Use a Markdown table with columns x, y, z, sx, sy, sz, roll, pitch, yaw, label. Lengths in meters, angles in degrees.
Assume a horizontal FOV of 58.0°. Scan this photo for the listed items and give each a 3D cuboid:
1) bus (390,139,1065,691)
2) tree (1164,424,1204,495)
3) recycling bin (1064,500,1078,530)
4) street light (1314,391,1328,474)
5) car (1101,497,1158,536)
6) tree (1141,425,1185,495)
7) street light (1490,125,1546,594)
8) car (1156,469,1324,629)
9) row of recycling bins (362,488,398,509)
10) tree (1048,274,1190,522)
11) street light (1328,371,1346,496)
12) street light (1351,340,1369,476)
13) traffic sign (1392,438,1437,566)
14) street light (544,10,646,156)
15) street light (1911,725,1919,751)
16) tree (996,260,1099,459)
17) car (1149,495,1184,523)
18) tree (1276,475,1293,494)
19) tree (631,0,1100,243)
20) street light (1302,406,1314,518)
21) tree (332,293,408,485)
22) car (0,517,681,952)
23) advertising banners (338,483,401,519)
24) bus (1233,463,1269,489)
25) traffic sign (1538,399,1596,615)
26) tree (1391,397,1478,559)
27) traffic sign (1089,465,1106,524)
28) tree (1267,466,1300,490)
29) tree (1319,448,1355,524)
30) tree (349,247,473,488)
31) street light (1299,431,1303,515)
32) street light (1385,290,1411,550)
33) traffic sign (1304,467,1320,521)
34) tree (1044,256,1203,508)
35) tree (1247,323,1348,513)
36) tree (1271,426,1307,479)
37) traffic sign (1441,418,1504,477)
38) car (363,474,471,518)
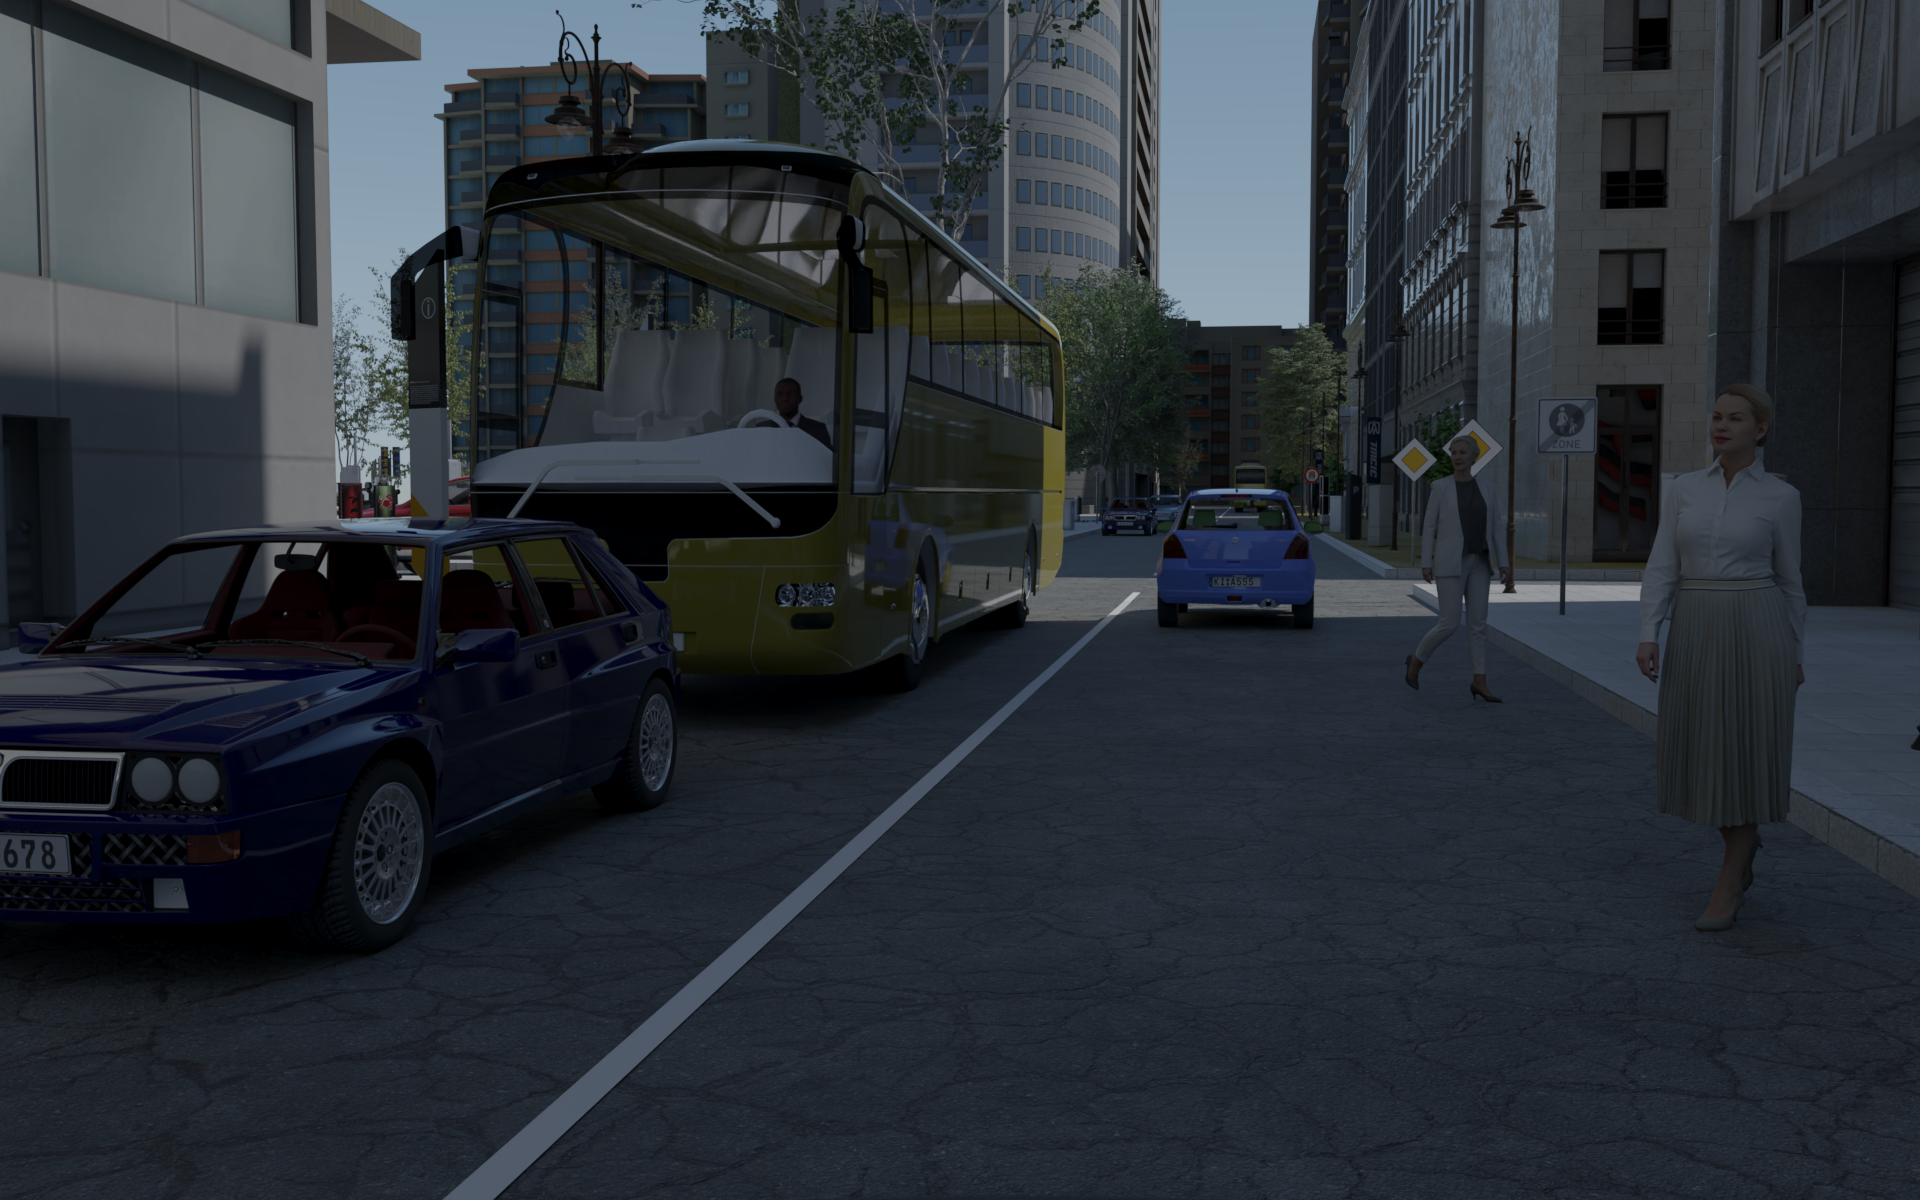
| x | y | z | sx | sy | sz | roll | pitch | yaw | label |
| --- | --- | --- | --- | --- | --- | --- | --- | --- | --- |
| -0.928 | -1.493 | 15.966 | 2.896 | 3.916 | 12.252 | 1 | 4 | 10 | bus |
| 22.875 | -13.936 | 178.209 | 4.360 | 8.622 | 3.978 | 0 | 3 | 0 | tree |
| 3.671 | -3.000 | 61.605 | 0.722 | 1.027 | 0.722 | 1 | 4 | 14 | recycling bin |
| 16.320 | -6.427 | 77.875 | 0.468 | 5.910 | 1.993 | 1 | 4 | 9 | street light |
| 5.953 | -2.936 | 60.588 | 1.945 | 1.354 | 3.894 | 1 | 4 | 11 | car |
| 14.982 | -11.081 | 131.538 | 4.737 | 8.622 | 4.395 | 0 | 3 | 0 | tree |
| 7.111 | -3.024 | 22.228 | 0.468 | 5.910 | 1.993 | 1 | 4 | 9 | street light |
| 3.191 | -0.628 | 19.861 | 1.945 | 1.707 | 3.694 | 1 | 4 | 10 | car |
| -37.986 | -6.405 | 111.828 | 1.069 | 1.692 | 3.534 | 3 | 5 | 39 | row of recycling bins |
| 6.868 | -9.494 | 80.976 | 9.928 | 11.665 | 9.643 | 0 | 3 | 0 | tree |
| 14.208 | -5.644 | 65.062 | 0.468 | 5.910 | 1.993 | 1 | 4 | 9 | street light |
| 12.016 | -4.855 | 52.168 | 0.468 | 5.910 | 1.993 | 1 | 4 | 9 | street light |
| 8.095 | -1.668 | 30.906 | 0.795 | 2.450 | 0.064 | 1 | 4 | 9 | traffic sign |
| -3.578 | -2.717 | 17.205 | 0.468 | 5.910 | 1.993 | 1 | 4 | 9 | street light |
| 4.874 | -2.185 | 8.512 | 0.468 | 5.910 | 1.993 | 1 | 4 | 9 | street light |
| 2.090 | -6.333 | 53.901 | 4.737 | 8.622 | 4.395 | 0 | 3 | 0 | tree |
| 8.576 | -3.686 | 72.262 | 2.014 | 1.417 | 4.499 | 1 | 4 | 10 | car |
| 30.269 | -10.125 | 160.141 | 1.663 | 3.219 | 1.824 | 0 | 3 | 0 | tree |
| -1.831 | -11.364 | 41.696 | 12.611 | 20.169 | 13.585 | 0 | 3 | 0 | tree |
| 18.418 | -7.230 | 90.998 | 0.468 | 5.910 | 1.993 | 1 | 4 | 9 | street light |
| -22.257 | -6.886 | 62.944 | 4.360 | 8.622 | 3.978 | 0 | 3 | 0 | tree |
| -2.430 | 0.356 | 6.754 | 1.945 | 1.354 | 3.894 | 1 | 4 | 10 | car |
| -8.530 | -1.718 | 24.278 | 0.090 | 3.025 | 2.074 | 1 | 4 | 19 | advertising banners |
| 23.128 | -8.946 | 137.820 | 2.896 | 3.916 | 12.252 | 1 | 4 | 10 | bus |
| 6.393 | -0.990 | 18.318 | 0.606 | 2.300 | 0.079 | 1 | 4 | 11 | traffic sign |
| 9.734 | -2.439 | 34.486 | 1.663 | 3.219 | 1.824 | 0 | 3 | 0 | tree |
| 5.924 | -4.568 | 74.798 | 0.768 | 2.556 | 0.104 | 1 | 4 | 12 | traffic sign |
| 32.591 | -11.674 | 174.583 | 4.285 | 4.588 | 4.351 | 0 | 3 | 0 | tree |
| 15.855 | -4.824 | 73.477 | 1.663 | 3.219 | 1.824 | 0 | 3 | 0 | tree |
| -15.894 | -6.189 | 51.546 | 4.737 | 8.622 | 4.395 | 0 | 3 | 0 | tree |
| 20.663 | -8.043 | 104.297 | 0.468 | 5.910 | 1.993 | 1 | 4 | 9 | street light |
| 9.913 | -4.071 | 39.355 | 0.468 | 5.910 | 1.993 | 1 | 4 | 9 | street light |
| 16.658 | -5.010 | 82.017 | 0.768 | 2.556 | 0.104 | 1 | 4 | 13 | traffic sign |
| 8.072 | -11.331 | 91.911 | 9.857 | 13.997 | 8.962 | 0 | 3 | 0 | tree |
| 22.887 | -12.014 | 114.557 | 7.486 | 12.596 | 7.792 | 0 | 3 | 0 | tree |
| 34.454 | -14.141 | 181.567 | 4.737 | 8.622 | 4.395 | 0 | 3 | 0 | tree |
| 6.795 | -1.186 | 23.027 | 0.795 | 2.450 | 0.064 | 1 | 4 | 9 | traffic sign |
| -8.206 | -1.308 | 30.067 | 5.304 | 1.827 | 2.281 | 1 | 4 | 10 | car |
